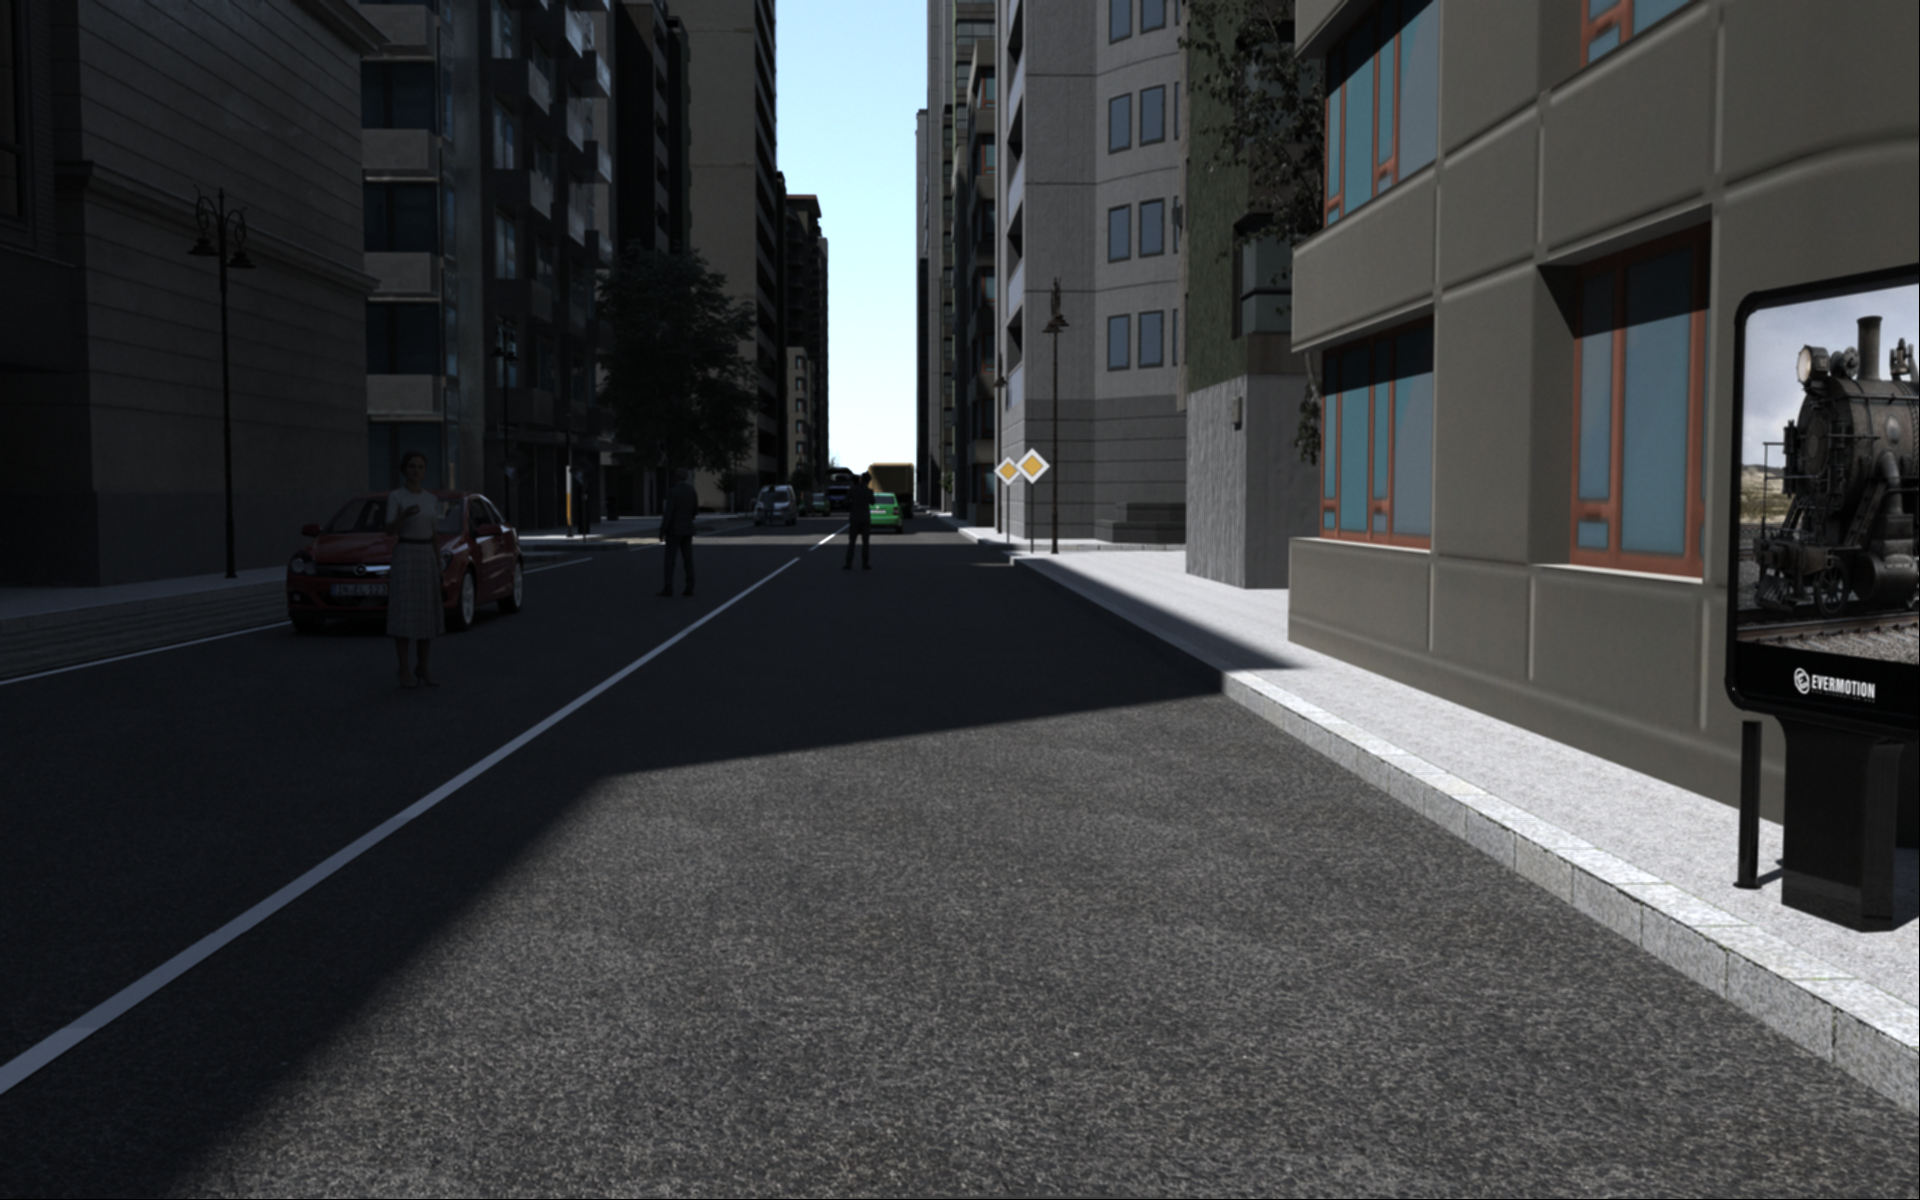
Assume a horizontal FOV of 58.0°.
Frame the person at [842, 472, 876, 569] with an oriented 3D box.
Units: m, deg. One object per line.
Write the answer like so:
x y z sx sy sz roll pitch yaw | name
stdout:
-1.941 -1.520 33.154 0.655 1.846 0.447 0 4 -3 | person

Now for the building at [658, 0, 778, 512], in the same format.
-25.180 -30.950 129.742 21.300 48.544 21.600 0 4 -2 | building

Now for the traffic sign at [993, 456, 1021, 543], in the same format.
1.262 -2.556 45.429 0.795 2.450 0.064 0 4 -2 | traffic sign

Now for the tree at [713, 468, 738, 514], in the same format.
-15.299 -7.236 112.908 1.663 3.219 1.824 0 3 0 | tree

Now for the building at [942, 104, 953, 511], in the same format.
5.571 -22.037 132.002 14.160 30.474 14.107 0 4 -2 | building

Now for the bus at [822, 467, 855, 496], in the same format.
-10.958 -10.212 158.511 2.896 3.916 12.252 0 4 -2 | bus

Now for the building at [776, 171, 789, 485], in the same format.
-22.234 -23.030 148.235 14.160 30.474 14.107 0 4 -2 | building

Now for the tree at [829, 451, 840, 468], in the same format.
-20.809 -20.144 279.718 4.360 8.622 3.978 0 3 0 | tree

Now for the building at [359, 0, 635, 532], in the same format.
-25.130 -27.063 62.092 23.786 49.044 30.456 0 4 -2 | building

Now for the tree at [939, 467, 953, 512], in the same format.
-0.598 -7.913 123.975 1.663 3.219 1.824 0 3 0 | tree

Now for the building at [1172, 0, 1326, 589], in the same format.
10.599 -15.769 29.520 14.160 30.474 14.107 0 4 -2 | building

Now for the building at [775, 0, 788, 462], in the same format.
-27.929 -52.391 169.258 22.319 86.520 31.000 0 4 -2 | building

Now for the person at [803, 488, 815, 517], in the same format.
-9.263 -5.975 106.291 0.767 1.812 0.694 3 4 36 | person

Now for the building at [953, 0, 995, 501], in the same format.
6.496 -26.283 113.316 14.154 41.232 14.086 0 4 -2 | building

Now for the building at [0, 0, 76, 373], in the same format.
-17.757 -13.230 9.818 14.314 27.812 24.014 0 4 -2 | building

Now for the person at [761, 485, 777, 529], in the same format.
-7.931 -3.849 71.701 0.793 1.790 0.793 -2 4 -24 | person

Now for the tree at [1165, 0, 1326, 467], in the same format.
3.981 -4.103 17.442 4.360 8.622 3.978 0 3 0 | tree

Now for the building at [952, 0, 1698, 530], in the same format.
13.902 -14.433 81.023 27.650 21.520 28.899 0 4 -2 | building

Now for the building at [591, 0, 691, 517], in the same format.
-23.270 -20.062 99.715 14.160 30.474 14.107 0 4 -2 | building

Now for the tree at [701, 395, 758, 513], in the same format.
-15.381 -10.158 116.447 4.737 8.622 4.395 0 3 0 | tree

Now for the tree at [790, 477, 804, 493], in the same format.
-17.979 -12.020 191.123 1.663 3.219 1.824 0 3 0 | tree

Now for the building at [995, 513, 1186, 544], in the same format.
15.655 -31.222 52.487 28.212 58.520 21.231 0 4 -2 | building

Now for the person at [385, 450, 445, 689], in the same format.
-3.999 -0.229 12.814 0.524 1.755 0.480 3 4 37 | person

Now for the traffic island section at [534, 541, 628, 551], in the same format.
-9.799 -1.396 45.101 2.009 0.180 2.903 0 4 -2 | traffic island section

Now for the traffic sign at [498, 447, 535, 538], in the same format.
-9.479 -2.044 37.061 0.795 2.450 0.064 0 4 -2 | traffic sign

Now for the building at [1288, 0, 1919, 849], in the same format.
17.216 -9.513 0.570 27.650 21.520 28.899 0 4 -2 | building

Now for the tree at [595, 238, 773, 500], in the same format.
-14.358 -11.010 86.664 9.857 13.997 8.962 0 3 0 | tree

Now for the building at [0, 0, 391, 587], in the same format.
-23.203 -14.784 29.102 23.554 28.519 14.401 0 4 -2 | building

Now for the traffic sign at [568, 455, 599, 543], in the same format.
-9.776 -2.532 45.041 0.795 2.450 0.064 0 4 -2 | traffic sign

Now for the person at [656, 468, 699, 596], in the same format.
-4.019 -0.967 24.490 0.590 1.801 0.661 3 4 38 | person

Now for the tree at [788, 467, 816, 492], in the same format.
-17.831 -12.900 194.625 4.285 4.588 4.351 0 3 0 | tree

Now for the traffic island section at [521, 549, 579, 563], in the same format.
-9.502 -0.908 37.122 2.009 0.180 2.903 0 4 -2 | traffic island section

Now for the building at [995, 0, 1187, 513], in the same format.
8.728 -37.333 152.397 21.231 58.520 28.212 0 4 -2 | building

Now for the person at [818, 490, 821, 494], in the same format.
-15.036 -10.800 185.085 0.705 1.823 1.348 0 4 3 | person

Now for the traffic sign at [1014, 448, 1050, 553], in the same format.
1.558 -2.068 37.449 0.795 2.450 0.064 0 4 -2 | traffic sign
